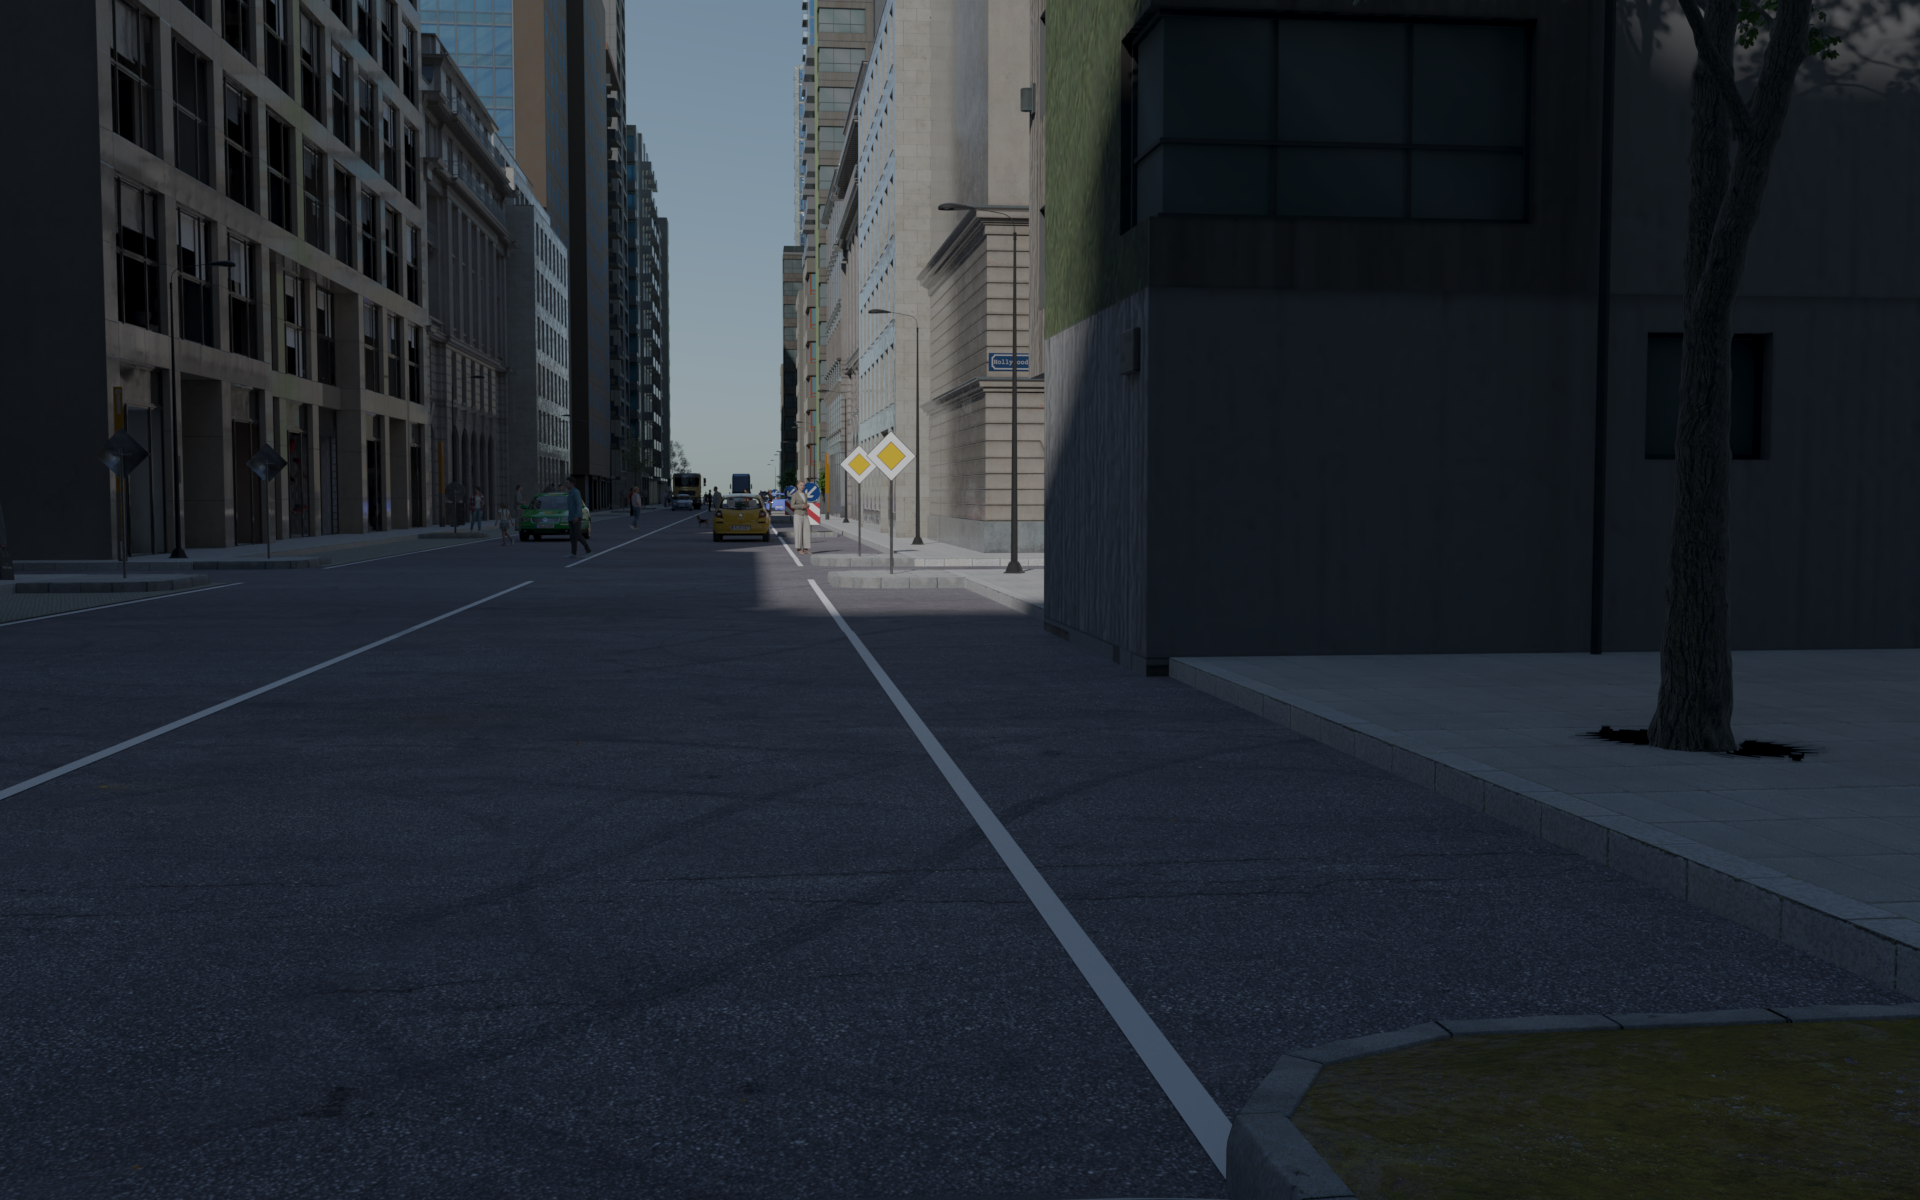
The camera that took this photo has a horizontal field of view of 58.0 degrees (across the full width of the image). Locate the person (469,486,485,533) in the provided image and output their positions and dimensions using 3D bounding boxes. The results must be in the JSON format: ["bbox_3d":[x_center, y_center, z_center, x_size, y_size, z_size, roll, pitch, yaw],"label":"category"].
[{"bbox_3d":[-17.641,-3.298,63.261,0.563,1.720,0.643,-2,4,-27],"label":"person"}]

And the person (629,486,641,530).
[{"bbox_3d":[-12.838,-3.626,68.463,0.731,1.740,0.598,3,4,39],"label":"person"}]

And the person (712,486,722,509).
[{"bbox_3d":[-11.639,-4.548,82.958,0.391,1.810,0.635,1,4,17],"label":"person"}]

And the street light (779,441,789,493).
[{"bbox_3d":[-14.937,-11.024,152.787,1.470,5.913,1.316,0,4,-7],"label":"street light"}]

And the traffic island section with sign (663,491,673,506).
[{"bbox_3d":[-35.789,-12.604,214.701,1.989,1.847,2.006,0,4,-7],"label":"traffic island section with sign"}]

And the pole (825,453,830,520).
[{"bbox_3d":[-6.619,-5.658,86.359,0.158,3.312,0.155,0,3,0],"label":"pole"}]

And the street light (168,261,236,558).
[{"bbox_3d":[-15.106,-3.792,34.547,1.470,5.913,1.316,0,4,-7],"label":"street light"}]

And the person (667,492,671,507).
[{"bbox_3d":[-33.167,-11.481,197.006,0.721,1.735,1.217,-3,4,-36],"label":"person"}]

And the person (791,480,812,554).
[{"bbox_3d":[-3.757,-1.966,41.197,0.519,1.759,0.362,-3,5,-43],"label":"person"}]

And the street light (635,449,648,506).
[{"bbox_3d":[-32.617,-12.515,177.158,1.470,5.913,1.316,0,4,-7],"label":"street light"}]

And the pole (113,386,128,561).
[{"bbox_3d":[-15.984,-2.392,32.958,0.158,3.312,0.155,0,3,0],"label":"pole"}]

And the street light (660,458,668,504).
[{"bbox_3d":[-38.575,-15.479,225.628,1.470,5.913,1.316,0,4,-7],"label":"street light"}]

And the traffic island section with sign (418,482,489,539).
[{"bbox_3d":[-16.392,-2.908,56.174,1.989,1.847,2.006,0,4,-7],"label":"traffic island section with sign"}]

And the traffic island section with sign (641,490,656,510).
[{"bbox_3d":[-29.146,-9.280,160.362,1.989,1.847,2.006,0,4,-7],"label":"traffic island section with sign"}]

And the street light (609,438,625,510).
[{"bbox_3d":[-28.504,-10.483,143.933,1.470,5.913,1.316,0,4,-7],"label":"street light"}]

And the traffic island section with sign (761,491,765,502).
[{"bbox_3d":[-14.501,-7.713,134.735,1.989,1.847,2.006,0,4,-7],"label":"traffic island section with sign"}]

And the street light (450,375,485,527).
[{"bbox_3d":[-19.267,-5.824,67.766,1.470,5.913,1.316,0,4,-7],"label":"street light"}]

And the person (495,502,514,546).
[{"bbox_3d":[-12.635,-2.110,48.008,0.382,1.210,0.505,3,5,40],"label":"person"}]

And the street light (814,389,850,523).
[{"bbox_3d":[-5.611,-6.382,76.887,1.470,5.913,1.316,0,4,-7],"label":"street light"}]

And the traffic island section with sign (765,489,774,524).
[{"bbox_3d":[-8.437,-4.680,85.153,1.989,1.847,2.006,0,4,-7],"label":"traffic island section with sign"}]

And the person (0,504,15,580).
[{"bbox_3d":[-10.495,-0.607,18.611,0.709,1.800,0.728,-1,4,-11],"label":"person"}]

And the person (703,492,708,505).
[{"bbox_3d":[-33.488,-13.400,228.147,0.990,1.755,0.434,2,4,28],"label":"person"}]

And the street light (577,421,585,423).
[{"bbox_3d":[-24.441,-8.399,109.862,1.470,5.913,1.316,0,4,-7],"label":"street light"}]

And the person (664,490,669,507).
[{"bbox_3d":[-31.113,-10.732,183.832,0.599,1.838,0.709,0,4,5],"label":"person"}]

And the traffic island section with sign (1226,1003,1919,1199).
[{"bbox_3d":[1.587,0.331,3.216,1.989,1.847,2.006,0,4,-7],"label":"traffic island section with sign"}]

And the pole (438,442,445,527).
[{"bbox_3d":[-20.129,-4.489,67.245,0.158,3.312,0.155,0,3,0],"label":"pole"}]

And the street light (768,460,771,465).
[{"bbox_3d":[-25.074,-16.092,235.651,1.470,5.913,1.316,0,4,-7],"label":"street light"}]

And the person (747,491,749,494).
[{"bbox_3d":[-22.192,-10.494,180.809,0.721,1.736,1.217,2,4,35],"label":"person"}]

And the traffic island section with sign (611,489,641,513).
[{"bbox_3d":[-25.822,-7.623,133.260,1.989,1.847,2.006,0,4,-7],"label":"traffic island section with sign"}]

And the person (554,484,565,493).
[{"bbox_3d":[-16.692,-3.916,72.394,0.638,1.841,0.748,0,4,4],"label":"person"}]

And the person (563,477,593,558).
[{"bbox_3d":[-8.562,-1.852,38.792,0.620,1.820,0.660,-2,4,-32],"label":"person"}]

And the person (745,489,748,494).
[{"bbox_3d":[-16.506,-7.645,133.455,0.705,1.831,1.348,-2,4,-27],"label":"person"}]

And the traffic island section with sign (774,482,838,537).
[{"bbox_3d":[-5.166,-3.044,58.396,1.989,1.847,2.006,0,4,-7],"label":"traffic island section with sign"}]

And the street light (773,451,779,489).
[{"bbox_3d":[-19.052,-13.077,186.350,1.470,5.913,1.316,0,4,-7],"label":"street light"}]

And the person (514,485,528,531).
[{"bbox_3d":[-17.009,-3.575,67.147,0.583,1.804,0.606,-1,4,-18],"label":"person"}]

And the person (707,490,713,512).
[{"bbox_3d":[-20.486,-8.165,142.128,0.705,1.807,1.348,1,4,13],"label":"person"}]

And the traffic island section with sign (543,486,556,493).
[{"bbox_3d":[-19.732,-4.577,83.464,1.989,1.847,2.006,0,4,-7],"label":"traffic island section with sign"}]

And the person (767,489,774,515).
[{"bbox_3d":[-12.672,-6.571,116.465,0.721,1.766,1.217,-1,4,-14],"label":"person"}]

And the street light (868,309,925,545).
[{"bbox_3d":[-1.607,-4.349,43.648,1.470,5.913,1.316,0,4,-7],"label":"street light"}]

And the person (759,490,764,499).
[{"bbox_3d":[-21.357,-10.882,186.285,0.599,1.838,0.709,2,4,27],"label":"person"}]

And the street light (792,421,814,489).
[{"bbox_3d":[-9.825,-8.429,110.349,1.470,5.913,1.316,0,4,-7],"label":"street light"}]

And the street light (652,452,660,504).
[{"bbox_3d":[-34.472,-13.447,192.402,1.470,5.913,1.316,0,4,-7],"label":"street light"}]

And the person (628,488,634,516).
[{"bbox_3d":[-21.092,-6.308,111.573,0.705,1.831,1.348,1,4,15],"label":"person"}]
